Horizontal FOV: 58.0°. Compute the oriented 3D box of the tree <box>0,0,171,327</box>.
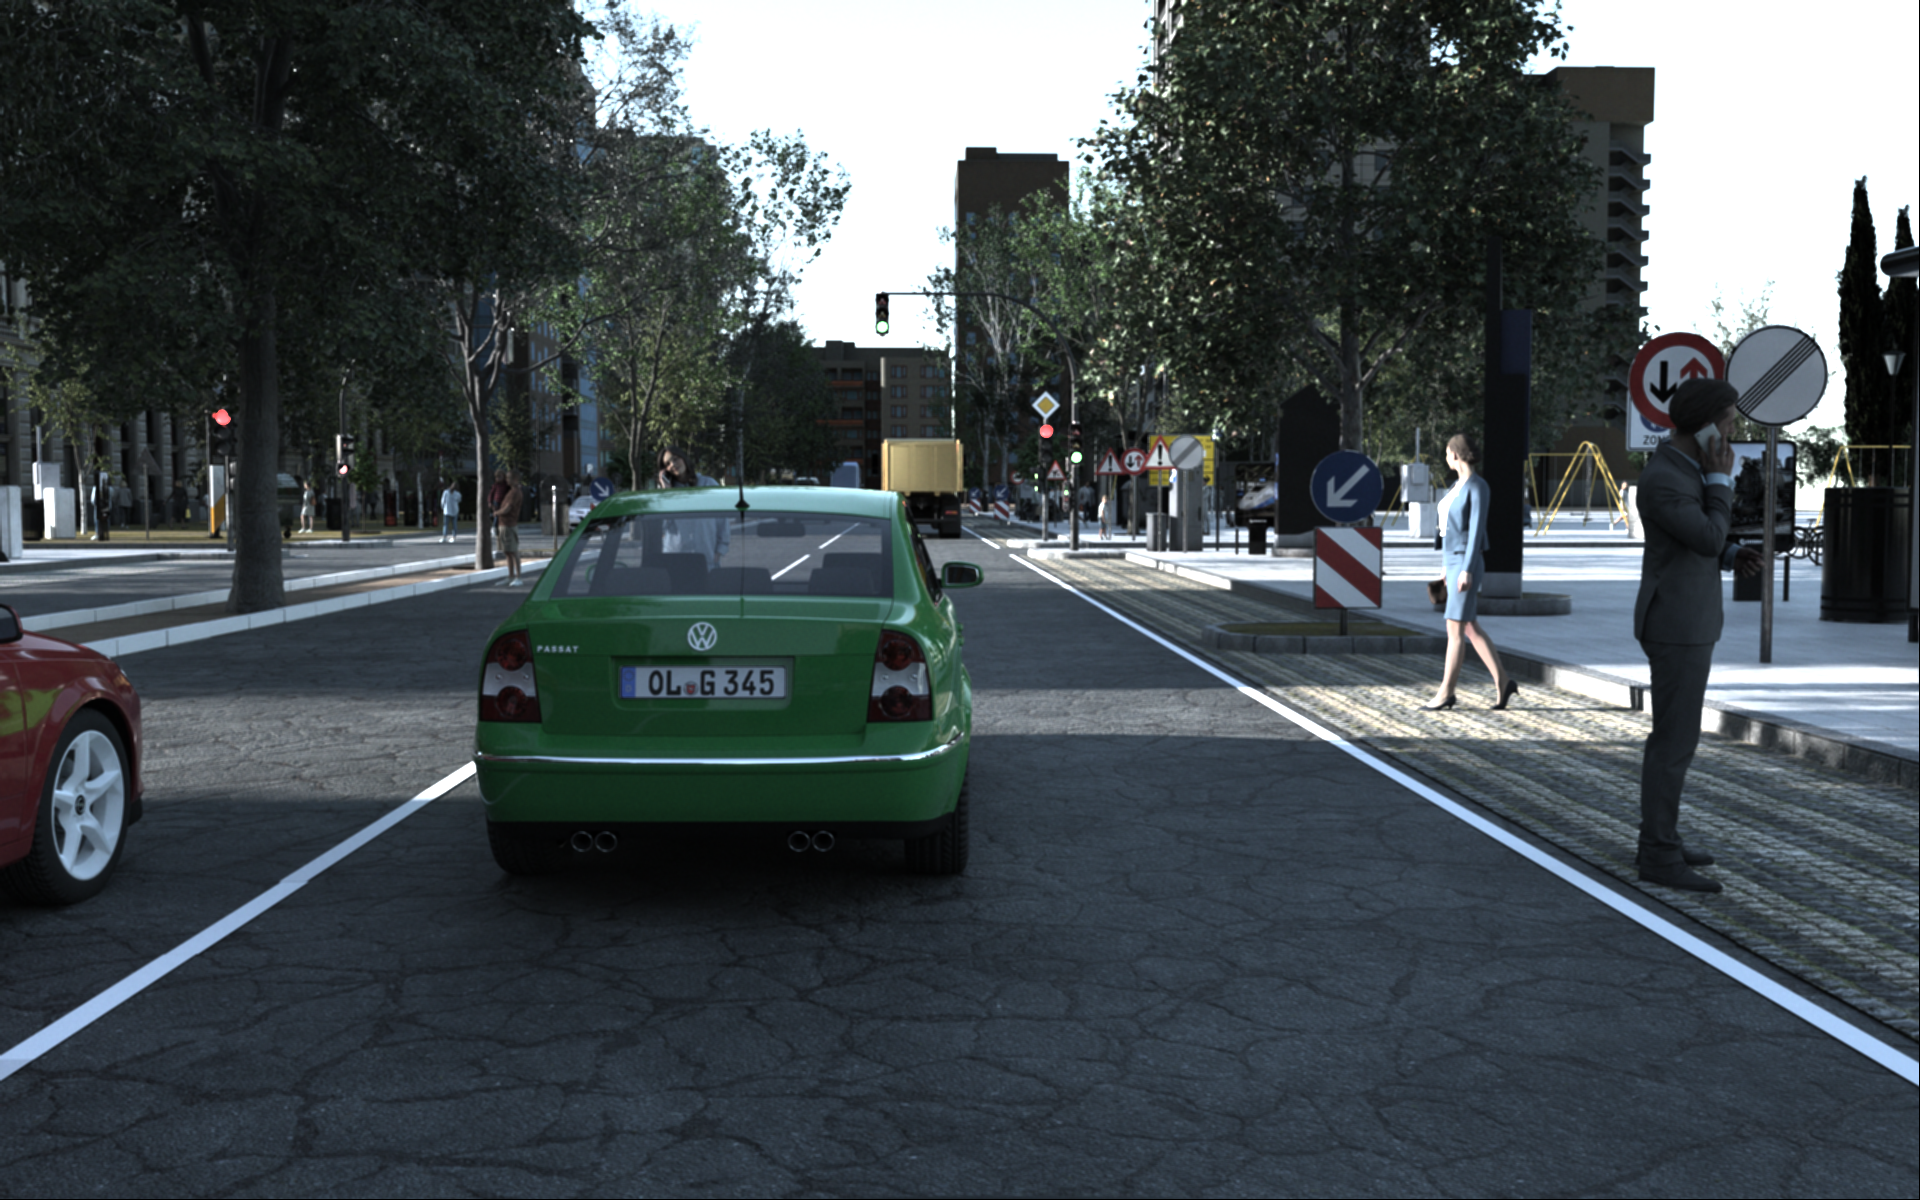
[{"bbox_3d":[-8.444,-3.707,13.426,4.360,8.622,3.978,0,3,0],"label":"tree"}]

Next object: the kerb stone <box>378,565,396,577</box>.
[{"bbox_3d":[-10.051,-0.478,30.067,0.120,0.150,1.000,0,4,-2],"label":"kerb stone"}]

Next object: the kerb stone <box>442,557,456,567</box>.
[{"bbox_3d":[-10.176,-0.731,34.170,0.120,0.150,1.000,0,4,-2],"label":"kerb stone"}]

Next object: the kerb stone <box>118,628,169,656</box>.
[{"bbox_3d":[-7.494,0.394,15.754,0.120,0.150,1.000,0,4,-2],"label":"kerb stone"}]

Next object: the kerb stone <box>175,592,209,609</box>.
[{"bbox_3d":[-9.778,0.019,21.882,0.120,0.150,1.000,0,4,-2],"label":"kerb stone"}]

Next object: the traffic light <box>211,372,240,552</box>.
[{"bbox_3d":[-16.282,-3.039,38.604,0.839,4.253,0.868,0,4,-2],"label":"traffic light"}]

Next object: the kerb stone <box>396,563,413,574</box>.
[{"bbox_3d":[-10.076,-0.544,31.088,0.120,0.150,1.000,0,4,-2],"label":"kerb stone"}]

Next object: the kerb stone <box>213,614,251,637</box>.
[{"bbox_3d":[-7.562,0.274,17.805,0.120,0.150,1.000,0,4,-2],"label":"kerb stone"}]

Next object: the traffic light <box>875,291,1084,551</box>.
[{"bbox_3d":[0.481,-3.935,39.013,4.771,5.953,1.251,0,4,-2],"label":"traffic light"}]

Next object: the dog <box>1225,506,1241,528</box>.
[{"bbox_3d":[10.426,-3.161,66.062,0.800,0.831,0.513,-1,4,-13],"label":"dog"}]

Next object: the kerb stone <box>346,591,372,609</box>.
[{"bbox_3d":[-7.691,0.018,21.904,0.120,0.150,1.000,0,4,-2],"label":"kerb stone"}]

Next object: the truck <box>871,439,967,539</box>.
[{"bbox_3d":[-1.358,-3.881,59.376,3.469,3.379,9.791,0,4,-2],"label":"truck"}]

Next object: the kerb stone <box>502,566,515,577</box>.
[{"bbox_3d":[-7.961,-0.484,30.113,0.120,0.150,1.000,0,4,-2],"label":"kerb stone"}]

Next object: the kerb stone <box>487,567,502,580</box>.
[{"bbox_3d":[-7.918,-0.420,29.085,0.120,0.150,1.000,0,4,-2],"label":"kerb stone"}]

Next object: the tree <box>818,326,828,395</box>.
[{"bbox_3d":[-10.162,-9.424,66.907,12.009,13.543,11.850,0,3,0],"label":"tree"}]

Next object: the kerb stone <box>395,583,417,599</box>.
[{"bbox_3d":[-7.754,-0.105,23.957,0.120,0.150,1.000,0,4,-2],"label":"kerb stone"}]

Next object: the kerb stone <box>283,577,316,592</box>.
[{"bbox_3d":[-9.922,-0.231,25.972,0.120,0.150,1.000,0,4,-2],"label":"kerb stone"}]

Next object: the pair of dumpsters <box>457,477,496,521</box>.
[{"bbox_3d":[-23.671,-5.037,84.853,1.574,2.255,4.437,0,4,-2],"label":"pair of dumpsters"}]

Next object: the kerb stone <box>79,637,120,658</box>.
[{"bbox_3d":[-7.461,0.456,14.733,0.120,0.150,1.000,0,4,-2],"label":"kerb stone"}]

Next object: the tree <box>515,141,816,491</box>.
[{"bbox_3d":[-9.386,-7.467,50.292,9.928,11.665,9.643,0,3,0],"label":"tree"}]

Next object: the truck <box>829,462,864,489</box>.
[{"bbox_3d":[-9.556,-9.080,138.222,2.967,4.110,18.799,0,4,0],"label":"truck"}]

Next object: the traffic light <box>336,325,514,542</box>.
[{"bbox_3d":[-14.449,-4.405,46.687,4.771,5.953,1.251,0,4,-2],"label":"traffic light"}]

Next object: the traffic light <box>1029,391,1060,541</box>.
[{"bbox_3d":[2.314,-3.565,47.202,0.839,4.253,0.868,0,4,-2],"label":"traffic light"}]

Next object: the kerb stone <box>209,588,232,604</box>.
[{"bbox_3d":[-9.816,-0.043,22.904,0.120,0.150,1.000,0,4,-2],"label":"kerb stone"}]

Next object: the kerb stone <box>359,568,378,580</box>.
[{"bbox_3d":[-10.018,-0.419,29.044,0.120,0.150,1.000,0,4,-2],"label":"kerb stone"}]

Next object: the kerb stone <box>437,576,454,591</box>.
[{"bbox_3d":[-7.821,-0.227,26.002,0.120,0.150,1.000,0,4,-2],"label":"kerb stone"}]

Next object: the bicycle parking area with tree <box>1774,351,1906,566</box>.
[{"bbox_3d":[18.709,-2.773,32.346,9.016,4.147,8.231,1,4,18],"label":"bicycle parking area with tree"}]

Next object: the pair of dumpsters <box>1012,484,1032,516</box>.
[{"bbox_3d":[3.925,-6.012,100.783,1.574,2.255,4.437,0,4,-2],"label":"pair of dumpsters"}]

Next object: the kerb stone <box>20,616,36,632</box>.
[{"bbox_3d":[-9.649,0.270,17.787,0.120,0.150,1.000,0,4,-2],"label":"kerb stone"}]

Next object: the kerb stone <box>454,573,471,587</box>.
[{"bbox_3d":[-7.858,-0.296,27.032,0.120,0.150,1.000,0,4,-2],"label":"kerb stone"}]

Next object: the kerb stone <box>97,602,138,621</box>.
[{"bbox_3d":[-9.720,0.152,19.830,0.120,0.150,1.000,0,4,-2],"label":"kerb stone"}]

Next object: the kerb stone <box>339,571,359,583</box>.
[{"bbox_3d":[-9.980,-0.356,28.016,0.120,0.150,1.000,0,4,-2],"label":"kerb stone"}]

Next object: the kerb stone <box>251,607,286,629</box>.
[{"bbox_3d":[-7.591,0.213,18.826,0.120,0.150,1.000,0,4,-2],"label":"kerb stone"}]

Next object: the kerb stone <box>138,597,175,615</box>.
[{"bbox_3d":[-9.756,0.082,20.851,0.120,0.150,1.000,0,4,-2],"label":"kerb stone"}]

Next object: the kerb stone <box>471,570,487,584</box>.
[{"bbox_3d":[-7.882,-0.358,28.054,0.120,0.150,1.000,0,4,-2],"label":"kerb stone"}]

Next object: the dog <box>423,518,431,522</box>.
[{"bbox_3d":[-24.877,-3.810,80.035,0.748,0.427,0.550,1,4,17],"label":"dog"}]

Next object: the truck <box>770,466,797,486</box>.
[{"bbox_3d":[-17.883,-11.390,175.146,2.839,4.237,11.283,0,4,-3],"label":"truck"}]

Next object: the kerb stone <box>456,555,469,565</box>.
[{"bbox_3d":[-10.217,-0.795,35.191,0.120,0.150,1.000,0,4,-2],"label":"kerb stone"}]

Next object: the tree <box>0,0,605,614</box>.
[{"bbox_3d":[-8.528,-6.821,20.642,9.857,13.997,8.962,0,3,0],"label":"tree"}]

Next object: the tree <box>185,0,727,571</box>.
[{"bbox_3d":[-8.963,-7.303,32.235,12.009,13.543,11.850,0,3,0],"label":"tree"}]

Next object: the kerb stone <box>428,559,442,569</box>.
[{"bbox_3d":[-10.146,-0.667,33.138,0.120,0.150,1.000,0,4,-2],"label":"kerb stone"}]

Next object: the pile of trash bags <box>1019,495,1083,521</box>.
[{"bbox_3d":[4.551,-4.491,83.180,3.447,1.369,1.912,0,4,3],"label":"pile of trash bags"}]

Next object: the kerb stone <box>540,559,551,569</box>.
[{"bbox_3d":[-8.058,-0.673,33.199,0.120,0.150,1.000,0,4,-2],"label":"kerb stone"}]

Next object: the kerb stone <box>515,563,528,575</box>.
[{"bbox_3d":[-7.982,-0.542,31.147,0.120,0.150,1.000,0,4,-2],"label":"kerb stone"}]

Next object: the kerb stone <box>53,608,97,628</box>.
[{"bbox_3d":[-9.691,0.207,18.808,0.120,0.150,1.000,0,4,-2],"label":"kerb stone"}]

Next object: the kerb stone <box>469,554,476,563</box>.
[{"bbox_3d":[-10.243,-0.857,36.213,0.120,0.150,1.000,0,4,-2],"label":"kerb stone"}]

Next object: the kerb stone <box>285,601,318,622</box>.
[{"bbox_3d":[-7.615,0.143,19.852,0.120,0.150,1.000,0,4,-2],"label":"kerb stone"}]

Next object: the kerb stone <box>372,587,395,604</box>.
[{"bbox_3d":[-7.719,-0.045,22.930,0.120,0.150,1.000,0,4,-2],"label":"kerb stone"}]

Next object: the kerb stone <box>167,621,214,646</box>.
[{"bbox_3d":[-7.521,0.331,16.783,0.120,0.150,1.000,0,4,-2],"label":"kerb stone"}]

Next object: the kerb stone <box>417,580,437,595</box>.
[{"bbox_3d":[-7.781,-0.170,24.978,0.120,0.150,1.000,0,4,-2],"label":"kerb stone"}]

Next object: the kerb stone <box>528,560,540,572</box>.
[{"bbox_3d":[-8.019,-0.610,32.168,0.120,0.150,1.000,0,4,-2],"label":"kerb stone"}]

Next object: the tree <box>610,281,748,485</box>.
[{"bbox_3d":[-9.651,-6.443,58.165,4.737,8.622,4.395,0,3,0],"label":"tree"}]

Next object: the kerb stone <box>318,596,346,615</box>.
[{"bbox_3d":[-7.650,0.081,20.873,0.120,0.150,1.000,0,4,-2],"label":"kerb stone"}]

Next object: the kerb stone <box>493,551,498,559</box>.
[{"bbox_3d":[-10.315,-0.976,38.265,0.120,0.150,1.000,0,4,-2],"label":"kerb stone"}]

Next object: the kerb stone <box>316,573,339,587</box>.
[{"bbox_3d":[-9.947,-0.294,26.995,0.120,0.150,1.000,0,4,-2],"label":"kerb stone"}]

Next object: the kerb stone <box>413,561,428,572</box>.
[{"bbox_3d":[-10.104,-0.605,32.110,0.120,0.150,1.000,0,4,-2],"label":"kerb stone"}]
